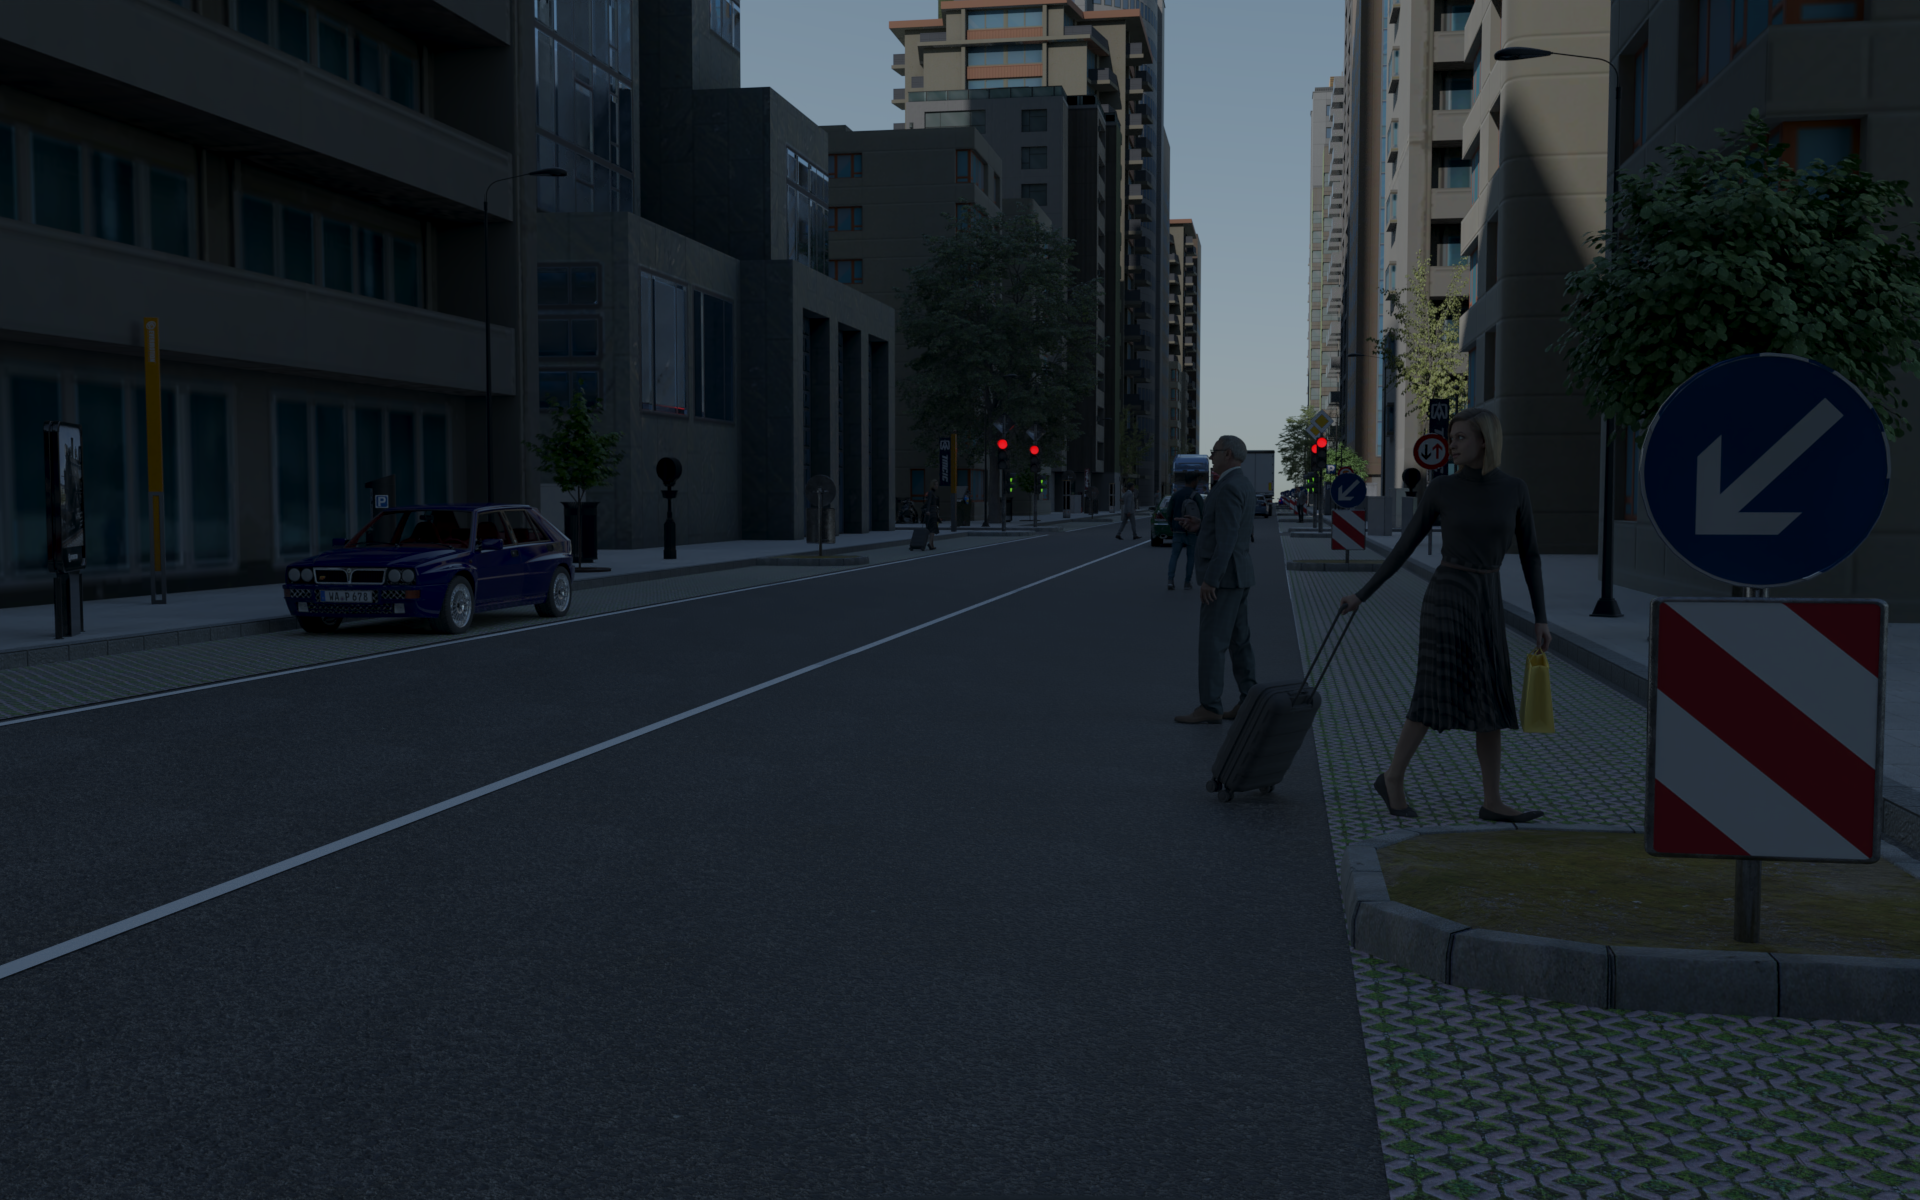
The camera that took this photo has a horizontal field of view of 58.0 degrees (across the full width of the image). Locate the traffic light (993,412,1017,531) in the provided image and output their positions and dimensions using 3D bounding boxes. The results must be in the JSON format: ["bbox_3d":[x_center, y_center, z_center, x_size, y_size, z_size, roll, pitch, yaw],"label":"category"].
[{"bbox_3d":[1.522,-4.307,59.339,0.839,4.253,0.868,1,4,10],"label":"traffic light"}]

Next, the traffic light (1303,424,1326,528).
[{"bbox_3d":[13.389,-4.673,65.330,0.839,4.253,0.868,1,4,10],"label":"traffic light"}]

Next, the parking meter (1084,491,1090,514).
[{"bbox_3d":[8.270,-6.397,113.002,0.372,1.533,0.369,0,3,0],"label":"parking meter"}]

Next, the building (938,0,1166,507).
[{"bbox_3d":[10.269,-39.331,185.059,21.231,58.520,28.212,1,4,10],"label":"building"}]

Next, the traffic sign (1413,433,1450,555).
[{"bbox_3d":[9.881,-2.216,36.337,0.768,2.556,0.104,1,4,12],"label":"traffic sign"}]

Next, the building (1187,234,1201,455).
[{"bbox_3d":[32.887,-39.096,289.332,14.600,45.320,14.200,1,4,10],"label":"building"}]

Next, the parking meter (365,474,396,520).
[{"bbox_3d":[-7.376,-0.835,22.066,0.372,1.533,0.369,0,3,0],"label":"parking meter"}]

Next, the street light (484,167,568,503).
[{"bbox_3d":[-6.266,-3.201,24.873,1.470,5.913,1.316,1,4,10],"label":"street light"}]

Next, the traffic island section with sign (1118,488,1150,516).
[{"bbox_3d":[11.650,-6.545,115.638,1.989,1.847,2.006,1,4,10],"label":"traffic island section with sign"}]

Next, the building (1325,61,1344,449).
[{"bbox_3d":[49.790,-34.288,180.216,23.786,49.044,30.456,1,4,10],"label":"building"}]

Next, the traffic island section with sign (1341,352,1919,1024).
[{"bbox_3d":[2.288,0.182,5.654,1.989,1.847,2.006,1,4,10],"label":"traffic island section with sign"}]

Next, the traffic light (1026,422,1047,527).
[{"bbox_3d":[2.944,-4.788,67.197,0.839,4.253,0.868,1,4,10],"label":"traffic light"}]

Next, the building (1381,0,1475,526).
[{"bbox_3d":[29.718,-27.632,75.483,21.600,48.544,21.300,1,4,10],"label":"building"}]

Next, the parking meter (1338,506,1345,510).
[{"bbox_3d":[22.586,-5.929,102.643,0.399,1.863,0.255,3,5,45],"label":"parking meter"}]

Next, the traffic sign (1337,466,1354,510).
[{"bbox_3d":[17.610,-4.831,79.092,0.768,2.556,0.104,1,4,12],"label":"traffic sign"}]

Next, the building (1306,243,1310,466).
[{"bbox_3d":[67.095,-38.142,278.238,22.147,44.769,28.867,1,4,10],"label":"building"}]

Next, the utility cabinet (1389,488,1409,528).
[{"bbox_3d":[16.435,-3.440,64.921,0.318,1.500,1.173,3,4,38],"label":"utility cabinet"}]

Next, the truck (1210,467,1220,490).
[{"bbox_3d":[27.914,-11.954,184.356,2.839,4.237,11.283,1,4,10],"label":"truck"}]

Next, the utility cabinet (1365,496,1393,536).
[{"bbox_3d":[12.959,-2.585,53.427,0.306,1.237,1.020,-1,4,-17],"label":"utility cabinet"}]

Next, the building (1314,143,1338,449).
[{"bbox_3d":[49.517,-31.804,203.596,14.154,41.232,14.086,1,4,10],"label":"building"}]

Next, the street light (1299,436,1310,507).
[{"bbox_3d":[28.175,-10.183,139.028,1.470,5.913,1.316,1,4,10],"label":"street light"}]

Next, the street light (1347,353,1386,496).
[{"bbox_3d":[13.459,-5.177,57.191,1.470,5.913,1.316,1,4,10],"label":"street light"}]

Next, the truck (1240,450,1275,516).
[{"bbox_3d":[19.590,-7.751,115.642,2.839,4.237,11.283,1,4,9],"label":"truck"}]

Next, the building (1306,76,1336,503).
[{"bbox_3d":[61.025,-43.294,249.849,21.231,58.520,28.212,1,4,10],"label":"building"}]

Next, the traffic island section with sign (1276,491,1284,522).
[{"bbox_3d":[17.143,-4.840,87.756,1.989,1.847,2.006,1,4,10],"label":"traffic island section with sign"}]

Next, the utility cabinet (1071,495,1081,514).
[{"bbox_3d":[7.640,-6.308,114.299,0.306,1.237,1.020,2,4,31],"label":"utility cabinet"}]

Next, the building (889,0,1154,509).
[{"bbox_3d":[5.839,-30.736,157.163,22.147,44.769,28.867,1,4,10],"label":"building"}]

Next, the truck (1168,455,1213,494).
[{"bbox_3d":[16.682,-8.184,123.563,2.967,4.110,18.799,1,4,9],"label":"truck"}]

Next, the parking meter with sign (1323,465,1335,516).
[{"bbox_3d":[22.153,-6.601,104.194,0.543,3.016,1.738,0,4,3],"label":"parking meter with sign"}]

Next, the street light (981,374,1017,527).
[{"bbox_3d":[1.530,-5.798,67.342,1.470,5.913,1.316,1,4,10],"label":"street light"}]

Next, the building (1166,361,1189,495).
[{"bbox_3d":[17.243,-24.263,241.742,27.650,21.520,28.899,1,4,10],"label":"building"}]

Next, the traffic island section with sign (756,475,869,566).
[{"bbox_3d":[-2.920,-1.624,35.175,1.989,1.847,2.006,1,4,10],"label":"traffic island section with sign"}]

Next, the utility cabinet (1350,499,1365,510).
[{"bbox_3d":[18.788,-4.297,81.410,1.020,1.237,0.306,-3,4,-37],"label":"utility cabinet"}]

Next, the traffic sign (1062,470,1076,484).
[{"bbox_3d":[5.802,-5.665,92.733,0.768,2.556,0.104,1,4,20],"label":"traffic sign"}]

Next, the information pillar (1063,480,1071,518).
[{"bbox_3d":[5.670,-5.356,92.055,0.304,2.012,0.304,-2,4,-32],"label":"information pillar"}]

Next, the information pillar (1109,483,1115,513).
[{"bbox_3d":[10.346,-6.923,117.685,0.304,2.012,0.304,2,4,29],"label":"information pillar"}]

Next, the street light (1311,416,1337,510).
[{"bbox_3d":[21.327,-7.843,100.777,1.470,5.913,1.316,1,4,10],"label":"street light"}]

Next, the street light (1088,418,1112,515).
[{"bbox_3d":[8.573,-8.164,106.020,1.470,5.913,1.316,1,4,10],"label":"street light"}]

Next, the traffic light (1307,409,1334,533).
[{"bbox_3d":[11.967,-4.193,57.472,0.839,4.253,0.868,1,4,10],"label":"traffic light"}]

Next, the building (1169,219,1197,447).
[{"bbox_3d":[25.203,-37.570,268.893,22.147,44.769,28.867,1,4,10],"label":"building"}]

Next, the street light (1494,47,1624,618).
[{"bbox_3d":[6.248,-2.785,18.080,1.470,5.913,1.316,1,4,10],"label":"street light"}]

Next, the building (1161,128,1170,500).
[{"bbox_3d":[17.466,-33.979,205.674,14.600,45.320,14.200,1,4,10],"label":"building"}]

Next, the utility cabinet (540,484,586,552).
[{"bbox_3d":[-8.643,-1.750,37.295,0.318,1.500,1.173,3,5,44],"label":"utility cabinet"}]

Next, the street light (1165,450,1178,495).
[{"bbox_3d":[22.170,-12.804,181.882,1.470,5.913,1.316,1,4,10],"label":"street light"}]

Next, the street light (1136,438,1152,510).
[{"bbox_3d":[15.308,-10.464,143.633,1.470,5.913,1.316,1,4,10],"label":"street light"}]

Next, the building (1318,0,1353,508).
[{"bbox_3d":[42.849,-43.831,154.893,20.563,71.187,20.611,1,4,10],"label":"building"}]

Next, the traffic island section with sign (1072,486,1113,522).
[{"bbox_3d":[6.841,-4.923,89.114,1.989,1.847,2.006,1,4,10],"label":"traffic island section with sign"}]

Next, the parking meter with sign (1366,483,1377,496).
[{"bbox_3d":[27.553,-7.316,115.880,1.738,3.016,0.543,0,4,0],"label":"parking meter with sign"}]

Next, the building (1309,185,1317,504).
[{"bbox_3d":[53.671,-33.435,230.251,14.154,41.232,14.086,1,4,10],"label":"building"}]

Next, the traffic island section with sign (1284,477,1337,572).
[{"bbox_3d":[7.184,-1.472,32.688,1.989,1.847,2.006,1,4,10],"label":"traffic island section with sign"}]

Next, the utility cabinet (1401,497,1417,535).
[{"bbox_3d":[11.390,-2.001,43.876,0.306,1.237,1.020,1,4,20],"label":"utility cabinet"}]
